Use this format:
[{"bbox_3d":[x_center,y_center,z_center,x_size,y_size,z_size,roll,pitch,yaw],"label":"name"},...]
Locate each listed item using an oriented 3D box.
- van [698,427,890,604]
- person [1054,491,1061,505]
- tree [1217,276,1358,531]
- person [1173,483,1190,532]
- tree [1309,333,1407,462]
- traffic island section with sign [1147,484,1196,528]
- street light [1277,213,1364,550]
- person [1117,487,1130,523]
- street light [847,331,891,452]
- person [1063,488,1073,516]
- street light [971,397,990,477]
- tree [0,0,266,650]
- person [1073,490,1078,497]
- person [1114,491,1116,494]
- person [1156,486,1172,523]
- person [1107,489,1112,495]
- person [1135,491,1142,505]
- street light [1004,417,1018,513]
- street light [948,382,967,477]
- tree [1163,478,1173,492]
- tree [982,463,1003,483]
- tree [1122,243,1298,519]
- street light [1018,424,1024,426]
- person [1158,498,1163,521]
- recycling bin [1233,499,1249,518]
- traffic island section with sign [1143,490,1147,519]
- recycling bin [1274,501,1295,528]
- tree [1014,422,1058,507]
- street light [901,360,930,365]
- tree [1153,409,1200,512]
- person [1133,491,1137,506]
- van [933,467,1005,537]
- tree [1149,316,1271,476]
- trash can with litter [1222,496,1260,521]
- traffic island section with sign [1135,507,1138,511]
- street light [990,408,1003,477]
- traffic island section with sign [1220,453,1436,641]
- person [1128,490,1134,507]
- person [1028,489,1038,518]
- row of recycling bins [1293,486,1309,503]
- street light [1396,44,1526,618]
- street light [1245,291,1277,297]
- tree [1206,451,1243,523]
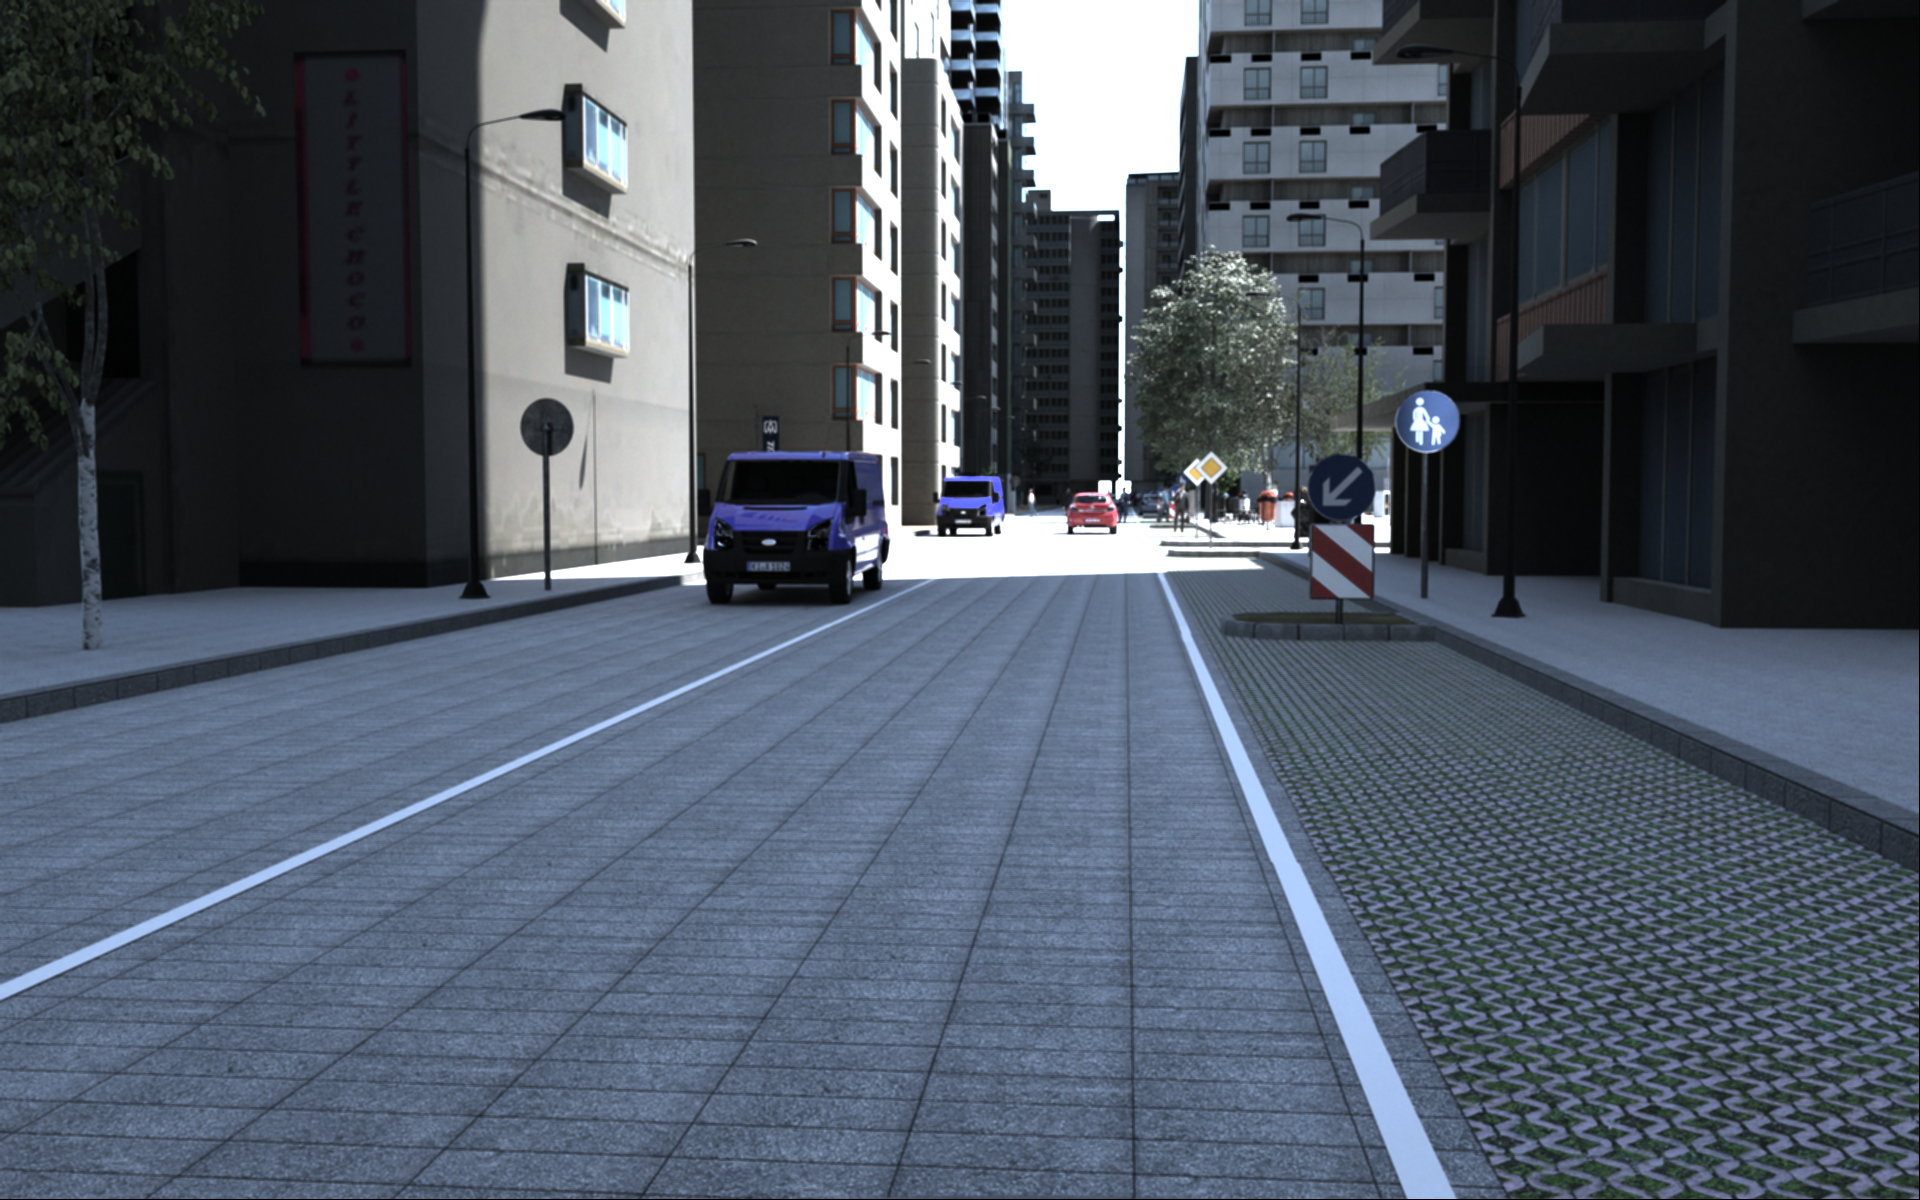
[{"bbox_3d":[-2.229,-1.224,24.399,2.240,2.365,5.245,0,4,4],"label":"van"},{"bbox_3d":[11.567,-12.009,204.942,1.348,1.812,0.705,-3,5,-42],"label":"person"},{"bbox_3d":[10.863,-6.679,59.567,4.360,8.622,3.978,0,3,0],"label":"tree"},{"bbox_3d":[8.224,-3.420,64.386,0.622,1.834,0.822,0,3,0],"label":"person"},{"bbox_3d":[18.530,-7.930,80.016,4.737,8.622,4.395,0,3,0],"label":"tree"},{"bbox_3d":[8.950,-3.916,72.653,1.989,1.847,2.006,0,4,5],"label":"traffic island section with sign"},{"bbox_3d":[6.098,-3.439,28.772,1.470,5.913,1.316,0,4,5],"label":"street light"},{"bbox_3d":[8.049,-4.692,85.404,0.721,1.800,0.419,3,5,43],"label":"person"},{"bbox_3d":[-2.663,-4.706,49.488,1.470,5.913,1.316,0,4,5],"label":"street light"},{"bbox_3d":[7.450,-6.425,113.771,1.509,1.804,0.699,3,4,37],"label":"person"},{"bbox_3d":[0.520,-6.733,82.618,1.470,5.913,1.316,0,4,5],"label":"street light"},{"bbox_3d":[-7.396,-3.891,13.974,4.737,8.622,4.395,0,3,0],"label":"tree"},{"bbox_3d":[10.892,-9.331,161.068,1.348,1.823,0.705,3,5,40],"label":"person"},{"bbox_3d":[17.532,-11.460,196.593,0.721,1.735,1.217,2,4,24],"label":"person"},{"bbox_3d":[10.216,-4.782,86.549,0.748,1.841,0.638,1,4,17],"label":"person"},{"bbox_3d":[11.039,-7.346,128.571,1.348,1.831,0.705,1,4,9],"label":"person"},{"bbox_3d":[17.243,-9.643,167.099,0.756,1.711,0.436,0,4,6],"label":"person"},{"bbox_3d":[2.569,-8.054,104.223,1.470,5.913,1.316,0,4,5],"label":"street light"},{"bbox_3d":[-0.593,-6.063,71.675,1.470,5.913,1.316,0,4,5],"label":"street light"},{"bbox_3d":[22.732,-12.032,191.321,1.663,3.219,1.824,0,3,0],"label":"tree"},{"bbox_3d":[1.831,-7.005,109.125,1.663,3.219,1.824,0,3,0],"label":"tree"},{"bbox_3d":[13.094,-11.204,89.840,9.857,13.997,8.962,0,3,0],"label":"tree"},{"bbox_3d":[3.545,-8.713,114.994,1.470,5.913,1.316,0,4,5],"label":"street light"},{"bbox_3d":[10.719,-4.790,91.829,0.382,1.210,0.505,-2,4,-34],"label":"person"},{"bbox_3d":[15.022,-4.895,92.595,0.722,1.027,0.722,2,4,28],"label":"recycling bin"},{"bbox_3d":[11.603,-5.611,100.369,1.989,1.847,2.006,0,4,5],"label":"traffic island section with sign"},{"bbox_3d":[12.295,-3.223,65.252,0.722,1.027,0.722,-1,4,-11],"label":"recycling bin"},{"bbox_3d":[7.582,-13.601,172.735,4.360,8.622,3.978,0,3,0],"label":"tree"},{"bbox_3d":[-1.724,-5.364,60.244,1.470,5.913,1.316,0,4,5],"label":"street light"},{"bbox_3d":[16.940,-10.629,124.151,4.737,8.622,4.395,0,3,0],"label":"tree"},{"bbox_3d":[20.152,-11.639,198.742,0.705,1.831,1.348,3,5,40],"label":"person"},{"bbox_3d":[0.381,-3.396,59.902,2.240,2.365,5.245,0,4,6],"label":"van"},{"bbox_3d":[15.092,-11.411,104.695,7.486,12.596,7.792,0,3,0],"label":"tree"},{"bbox_3d":[13.558,-4.408,83.122,2.233,1.210,1.678,0,4,-4],"label":"trash can with litter"},{"bbox_3d":[16.293,-8.614,149.460,1.989,1.847,2.006,0,4,5],"label":"traffic island section with sign"},{"bbox_3d":[1.455,-7.400,93.529,1.470,5.913,1.316,0,4,5],"label":"street light"},{"bbox_3d":[3.703,-0.558,17.747,1.989,1.847,2.006,0,4,5],"label":"traffic island section with sign"},{"bbox_3d":[18.798,-11.103,189.899,0.709,1.838,0.599,-2,4,-28],"label":"person"},{"bbox_3d":[4.457,-5.855,104.906,0.598,1.740,0.731,1,4,17],"label":"person"},{"bbox_3d":[19.243,-5.112,90.692,3.534,1.692,1.069,1,4,16],"label":"row of recycling bins"},{"bbox_3d":[5.211,-2.782,18.032,1.470,5.913,1.316,0,4,5],"label":"street light"},{"bbox_3d":[7.217,-4.111,39.754,1.470,5.913,1.316,0,4,5],"label":"street light"},{"bbox_3d":[11.641,-5.099,77.965,1.663,3.219,1.824,0,3,0],"label":"tree"}]
